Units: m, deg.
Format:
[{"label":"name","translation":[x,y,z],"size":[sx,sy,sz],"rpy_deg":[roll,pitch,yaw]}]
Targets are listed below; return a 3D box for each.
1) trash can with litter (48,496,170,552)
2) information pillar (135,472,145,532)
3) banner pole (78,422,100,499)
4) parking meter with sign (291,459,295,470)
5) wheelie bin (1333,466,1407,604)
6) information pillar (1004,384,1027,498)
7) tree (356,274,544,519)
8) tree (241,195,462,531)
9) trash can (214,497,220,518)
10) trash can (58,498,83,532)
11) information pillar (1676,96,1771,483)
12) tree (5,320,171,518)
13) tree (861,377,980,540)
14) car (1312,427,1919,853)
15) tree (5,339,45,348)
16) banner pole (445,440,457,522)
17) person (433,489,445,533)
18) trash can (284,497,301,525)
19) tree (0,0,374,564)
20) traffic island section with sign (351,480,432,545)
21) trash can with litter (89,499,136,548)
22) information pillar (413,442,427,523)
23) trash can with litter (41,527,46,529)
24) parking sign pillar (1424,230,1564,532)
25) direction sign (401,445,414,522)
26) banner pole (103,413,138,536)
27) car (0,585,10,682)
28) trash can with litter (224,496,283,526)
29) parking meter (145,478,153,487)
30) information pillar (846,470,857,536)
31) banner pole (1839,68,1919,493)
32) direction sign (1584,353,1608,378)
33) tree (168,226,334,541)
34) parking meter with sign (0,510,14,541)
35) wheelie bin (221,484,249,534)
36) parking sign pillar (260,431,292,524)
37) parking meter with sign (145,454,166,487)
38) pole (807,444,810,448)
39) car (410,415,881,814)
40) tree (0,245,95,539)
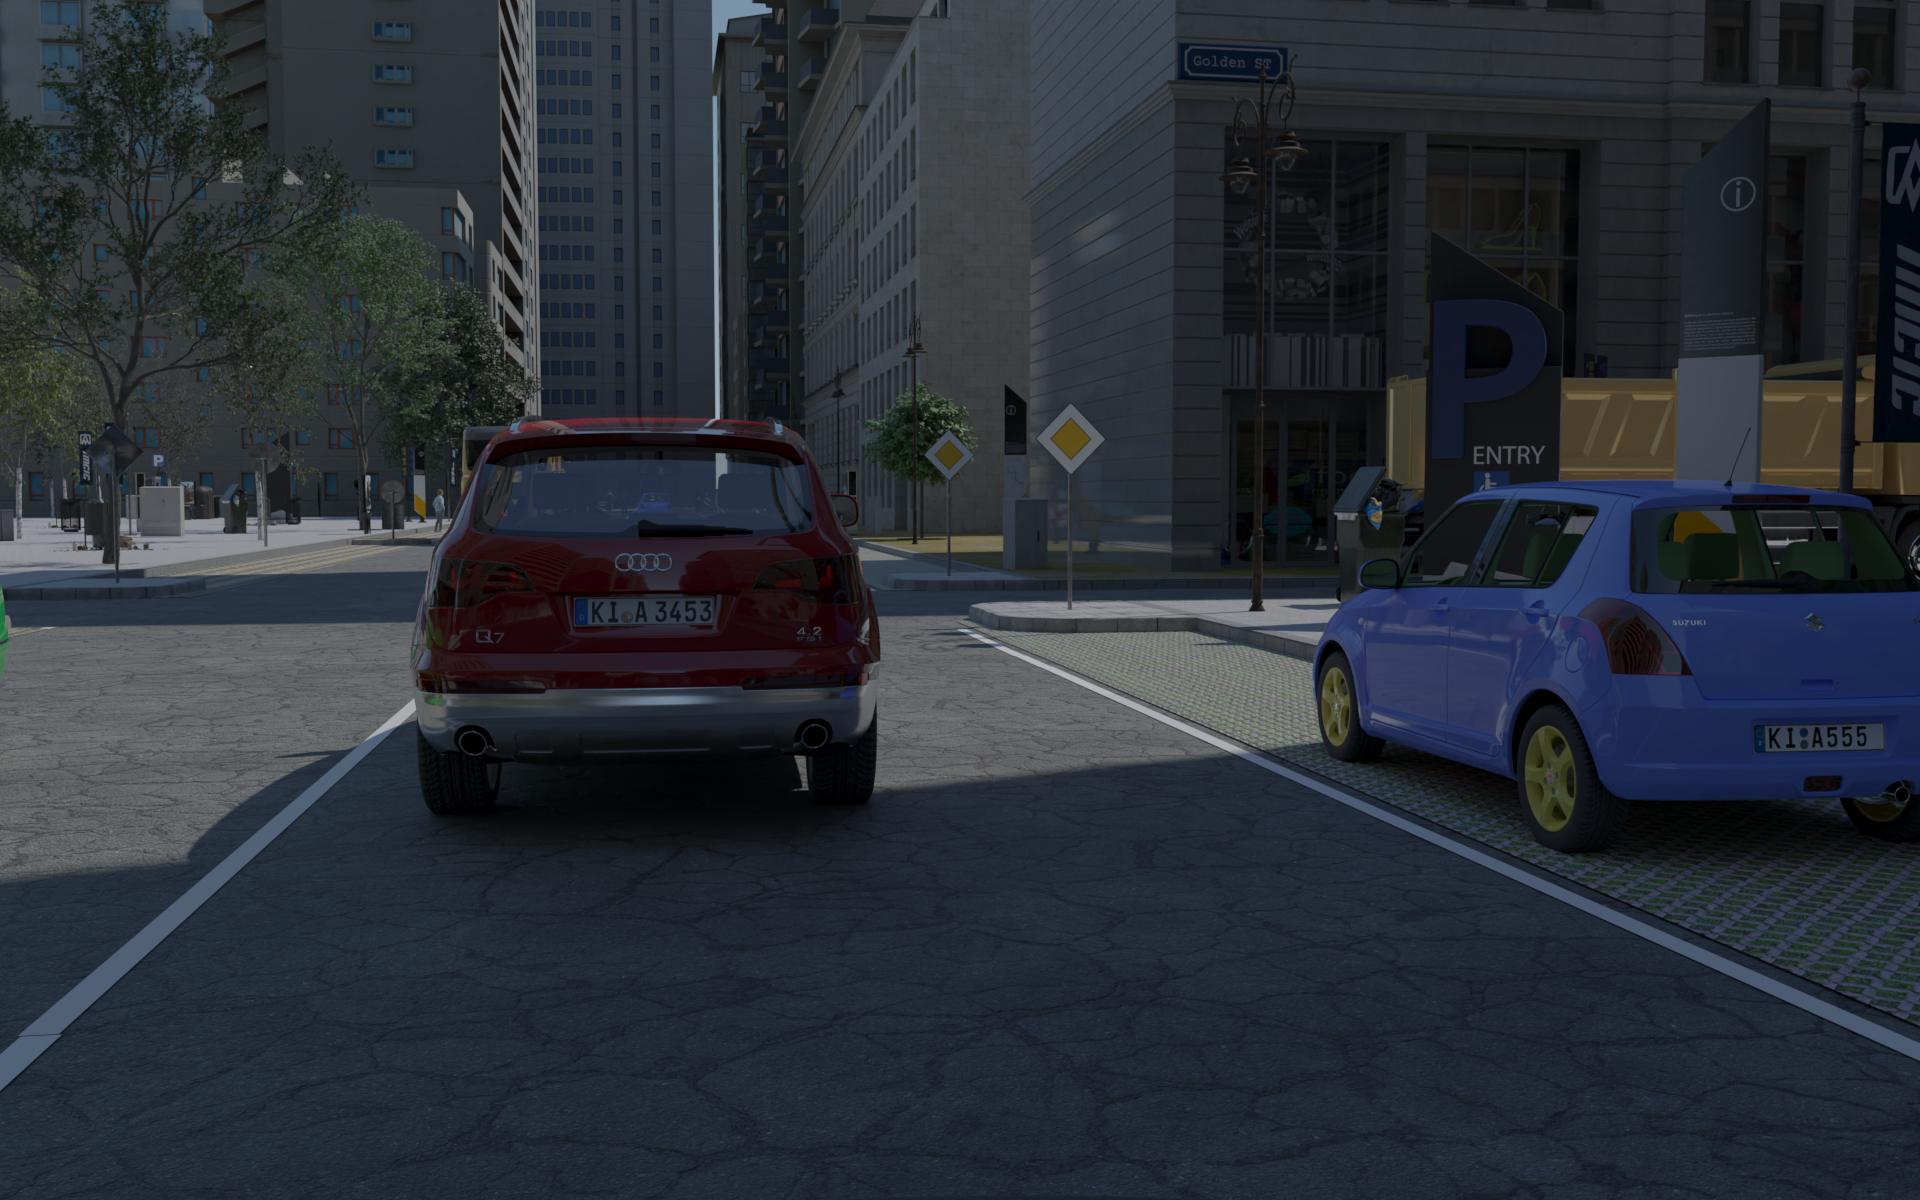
[{"label":"trash can with litter","translation":[-19.234,-1.731,39.367],"size":[2.233,1.210,1.678],"rpy_deg":[-1,4,-11]},{"label":"information pillar","translation":[-27.814,-3.322,58.803],"size":[0.304,2.012,0.304],"rpy_deg":[-2,4,-27]},{"label":"banner pole","translation":[-30.297,-4.304,60.395],"size":[0.401,3.779,0.863],"rpy_deg":[3,4,37]},{"label":"parking meter with sign","translation":[-33.260,-5.425,84.955],"size":[0.543,3.016,1.738],"rpy_deg":[0,4,5]},{"label":"wheelie bin","translation":[4.747,-0.743,20.051],"size":[0.693,1.594,0.980],"rpy_deg":[-1,4,-14]},{"label":"information pillar","translation":[1.164,-2.778,36.778],"size":[0.504,3.616,0.183],"rpy_deg":[0,4,2]},{"label":"tree","translation":[-26.670,-10.638,90.938],"size":[9.611,12.733,9.660],"rpy_deg":[0,3,0]},{"label":"tree","translation":[-21.125,-8.261,60.821],"size":[9.928,11.665,9.643],"rpy_deg":[0,3,0]},{"label":"trash can","translation":[-39.433,-4.884,91.505],"size":[0.748,1.137,0.748],"rpy_deg":[0,3,0]},{"label":"trash can","translation":[-29.954,-2.855,58.332],"size":[0.748,1.137,0.748],"rpy_deg":[0,3,0]},{"label":"information pillar","translation":[4.607,-1.169,10.470],"size":[0.504,3.616,0.183],"rpy_deg":[3,5,41]},{"label":"tree","translation":[-34.527,-7.257,69.013],"size":[4.360,8.622,3.978],"rpy_deg":[0,3,0]},{"label":"tree","translation":[-0.995,-3.978,48.758],"size":[4.285,4.588,4.351],"rpy_deg":[0,3,0]},{"label":"car","translation":[2.984,0.079,8.293],"size":[1.945,1.707,3.694],"rpy_deg":[-1,4,-9]},{"label":"tree","translation":[-42.867,-7.691,76.110],"size":[4.360,8.622,3.978],"rpy_deg":[0,3,0]},{"label":"banner pole","translation":[-23.799,-5.565,81.009],"size":[0.401,3.779,0.863],"rpy_deg":[1,4,17]},{"label":"person","translation":[-19.250,-3.291,64.115],"size":[0.330,1.601,0.589],"rpy_deg":[-3,5,-44]},{"label":"trash can","translation":[-27.864,-3.713,72.365],"size":[0.748,1.137,0.748],"rpy_deg":[0,3,0]},{"label":"tree","translation":[-15.307,-5.929,31.356],"size":[7.601,10.594,8.767],"rpy_deg":[2,4,25]},{"label":"traffic island section with sign","translation":[-16.125,-2.484,49.239],"size":[1.989,1.847,2.006],"rpy_deg":[-1,4,-10]},{"label":"trash can with litter","translation":[-20.348,-1.848,41.600],"size":[1.055,1.170,0.624],"rpy_deg":[0,4,5]},{"label":"information pillar","translation":[-24.075,-5.250,77.186],"size":[0.504,3.616,0.183],"rpy_deg":[-3,5,-40]},{"label":"trash can with litter","translation":[-33.406,-3.315,65.253],"size":[2.233,1.210,1.678],"rpy_deg":[-1,4,-9]},{"label":"parking sign pillar","translation":[5.383,-1.774,17.484],"size":[1.447,3.967,1.447],"rpy_deg":[1,4,21]},{"label":"direction sign","translation":[-25.440,-5.373,79.850],"size":[0.876,3.537,0.379],"rpy_deg":[2,4,33]},{"label":"banner pole","translation":[-25.883,-3.876,53.396],"size":[0.863,3.779,0.401],"rpy_deg":[-2,4,-28]},{"label":"car","translation":[-6.031,0.051,7.966],"size":[1.959,1.807,4.718],"rpy_deg":[-1,4,-9]},{"label":"trash can with litter","translation":[-28.701,-3.628,70.381],"size":[2.233,1.210,1.678],"rpy_deg":[-1,4,-23]},{"label":"parking meter","translation":[-29.415,-3.481,62.625],"size":[0.255,1.863,0.399],"rpy_deg":[3,4,39]},{"label":"information pillar","translation":[-3.336,-2.994,53.436],"size":[0.304,2.012,0.304],"rpy_deg":[-1,4,-12]},{"label":"banner pole","translation":[5.514,-1.243,10.333],"size":[0.863,3.779,0.401],"rpy_deg":[-1,4,-9]},{"label":"direction sign","translation":[10.324,-2.215,28.219],"size":[0.379,3.537,0.876],"rpy_deg":[3,5,42]},{"label":"tree","translation":[-19.241,-5.936,47.424],"size":[4.360,8.622,3.978],"rpy_deg":[0,3,0]},{"label":"parking meter with sign","translation":[-26.342,-3.066,46.392],"size":[0.543,3.016,1.738],"rpy_deg":[2,4,33]},{"label":"wheelie bin","translation":[-23.460,-2.945,56.066],"size":[0.980,1.594,0.693],"rpy_deg":[3,5,42]},{"label":"parking sign pillar","translation":[-29.302,-5.236,74.083],"size":[1.447,3.967,1.447],"rpy_deg":[-1,4,-14]},{"label":"parking meter with sign","translation":[-35.138,-4.838,75.369],"size":[0.543,3.016,1.738],"rpy_deg":[0,4,-5]},{"label":"pole","translation":[-6.268,-4.732,71.204],"size":[0.158,3.312,0.155],"rpy_deg":[0,3,0]},{"label":"car","translation":[-1.628,-0.045,9.406],"size":[2.281,1.827,5.304],"rpy_deg":[-1,4,-8]},{"label":"tree","translation":[-26.971,-6.067,49.554],"size":[4.737,8.622,4.395],"rpy_deg":[0,3,0]}]
